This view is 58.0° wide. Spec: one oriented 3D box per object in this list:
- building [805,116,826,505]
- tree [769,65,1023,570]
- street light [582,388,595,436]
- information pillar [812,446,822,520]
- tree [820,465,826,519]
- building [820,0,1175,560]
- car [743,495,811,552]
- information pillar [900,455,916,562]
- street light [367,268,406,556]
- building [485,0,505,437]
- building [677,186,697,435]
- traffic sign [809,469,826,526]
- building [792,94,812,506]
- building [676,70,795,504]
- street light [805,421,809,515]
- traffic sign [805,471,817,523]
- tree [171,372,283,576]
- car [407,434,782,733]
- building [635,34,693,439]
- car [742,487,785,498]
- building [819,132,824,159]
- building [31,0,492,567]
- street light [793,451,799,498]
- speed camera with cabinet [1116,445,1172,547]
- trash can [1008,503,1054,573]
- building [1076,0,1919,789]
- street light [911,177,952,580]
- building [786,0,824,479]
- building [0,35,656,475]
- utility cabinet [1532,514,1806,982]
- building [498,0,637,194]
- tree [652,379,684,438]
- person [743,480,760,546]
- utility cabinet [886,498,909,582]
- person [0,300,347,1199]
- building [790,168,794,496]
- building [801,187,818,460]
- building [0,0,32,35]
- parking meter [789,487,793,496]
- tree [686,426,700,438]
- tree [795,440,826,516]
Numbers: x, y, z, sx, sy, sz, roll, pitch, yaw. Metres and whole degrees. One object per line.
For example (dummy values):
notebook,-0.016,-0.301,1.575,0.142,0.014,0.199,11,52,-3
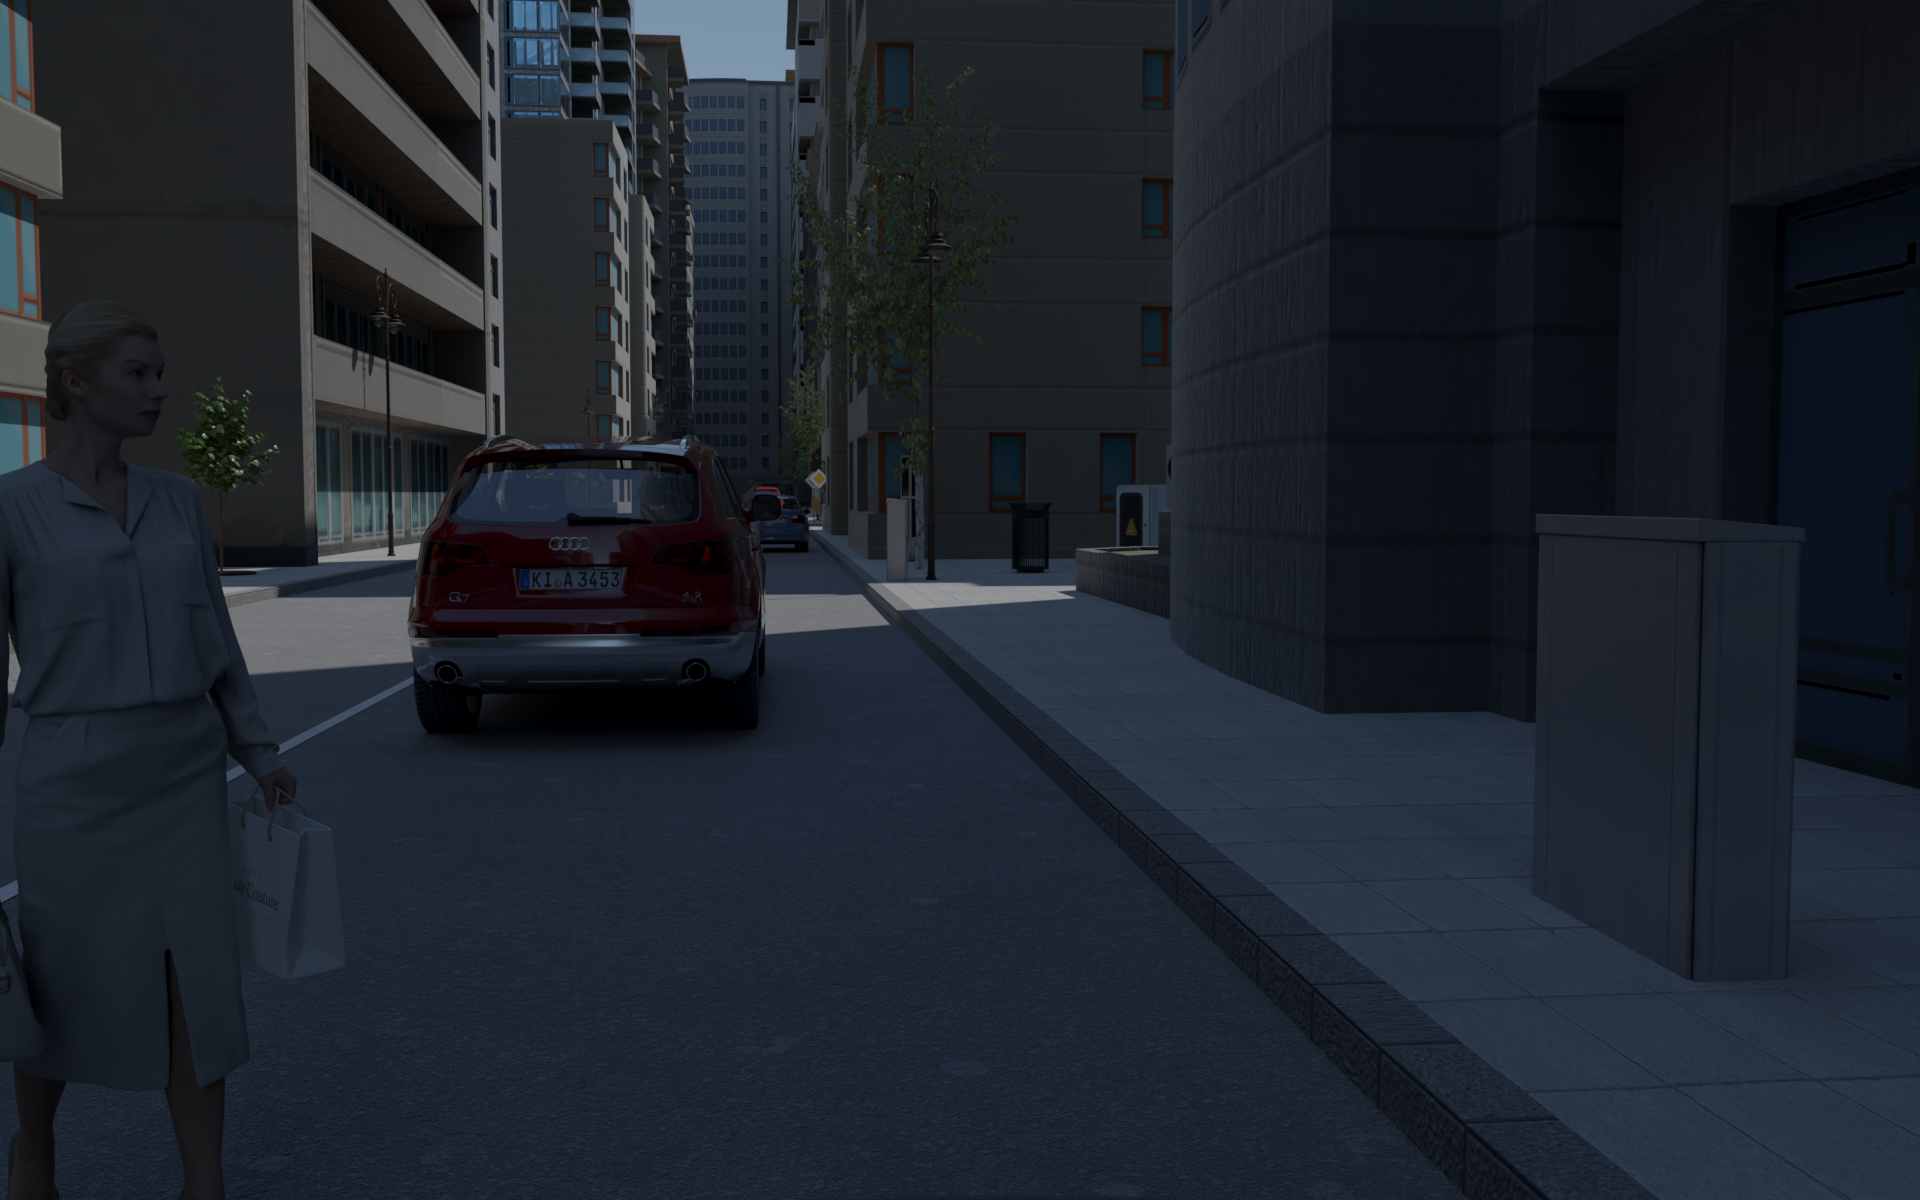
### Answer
building,-3.052,-20.122,116.388,14.401,28.519,23.554,0,4,-6
tree,-0.908,-4.817,29.112,4.737,8.622,4.395,0,3,0
street light,-16.182,-6.286,75.564,0.468,5.910,1.993,0,4,-6
information pillar,-7.006,-5.712,84.746,0.504,3.616,0.183,2,4,29
tree,-6.724,-5.833,89.967,1.663,3.219,1.824,0,3,0
building,10.354,-12.479,49.070,27.650,21.520,28.899,0,4,-6
car,-4.777,-1.957,44.004,2.014,1.417,4.499,0,4,-8
information pillar,-0.924,-1.745,33.028,0.304,2.012,0.304,-3,5,-39
street light,-11.753,-3.843,35.614,0.468,5.910,1.993,0,4,-6
building,-23.605,-17.635,60.028,14.107,30.474,14.160,0,4,-6
building,-44.003,-31.583,208.271,23.993,40.220,32.217,0,4,-6
traffic sign,-5.574,-3.967,68.508,0.795,2.450,0.064,0,4,-6
building,-8.718,-35.404,202.552,21.300,48.544,21.600,0,4,-6
building,-31.468,-42.875,243.007,28.212,58.520,21.231,0,4,-6
street light,-9.489,-8.247,107.623,0.468,5.910,1.993,0,4,-6
traffic sign,-6.453,-4.453,76.445,0.795,2.450,0.064,0,4,-6
tree,-11.622,-2.012,27.506,1.663,3.219,1.824,0,3,0
car,-2.383,-0.204,12.016,2.281,1.827,5.304,0,4,-6
building,-36.686,-31.071,162.633,22.147,44.769,28.867,0,4,-6
car,-10.258,-5.007,90.538,2.281,1.827,5.304,0,4,-8
building,4.094,-15.081,82.728,21.152,22.565,11.583,0,4,-6
building,-23.255,-25.355,38.264,21.300,48.544,21.600,0,4,-6
street light,-14.230,-10.864,150.411,0.468,5.910,1.993,0,4,-6
speed camera with cabinet,3.653,-2.247,31.071,0.660,3.252,2.038,-2,4,-34
trash can,1.148,-1.013,28.213,0.748,1.137,0.748,0,3,0
building,12.328,-28.713,11.449,21.231,58.520,28.212,0,4,-6
street light,-0.429,-3.234,25.664,0.468,5.910,1.993,0,4,-6
building,-3.209,-36.023,178.217,28.713,52.752,27.495,0,4,-6
building,-31.350,-15.178,93.207,27.650,21.520,28.899,0,4,-6
utility cabinet,2.022,0.375,5.037,0.306,1.237,1.020,0,4,-5
building,-34.521,-49.927,128.983,22.319,86.520,31.000,0,4,-6
tree,-20.325,-9.873,111.780,4.360,8.622,3.978,0,3,0
person,-4.842,-1.934,40.668,0.362,1.759,0.519,-3,5,-41
utility cabinet,-0.921,-0.897,25.834,0.306,1.237,1.020,0,4,0
person,-1.562,0.343,3.240,0.694,1.780,0.624,-3,4,-38
building,-14.442,-32.813,220.090,14.154,41.232,14.086,0,4,-6
building,-5.404,-21.194,140.036,14.314,27.812,24.014,0,4,-6
building,-23.487,-9.825,5.674,27.650,21.520,28.899,0,4,-6
parking meter,-14.251,-8.595,146.235,0.255,1.863,0.399,-1,4,-12
tree,-29.398,-14.338,184.791,4.360,8.622,3.978,0,3,0
tree,-7.961,-7.178,101.067,4.285,4.588,4.351,0,3,0
